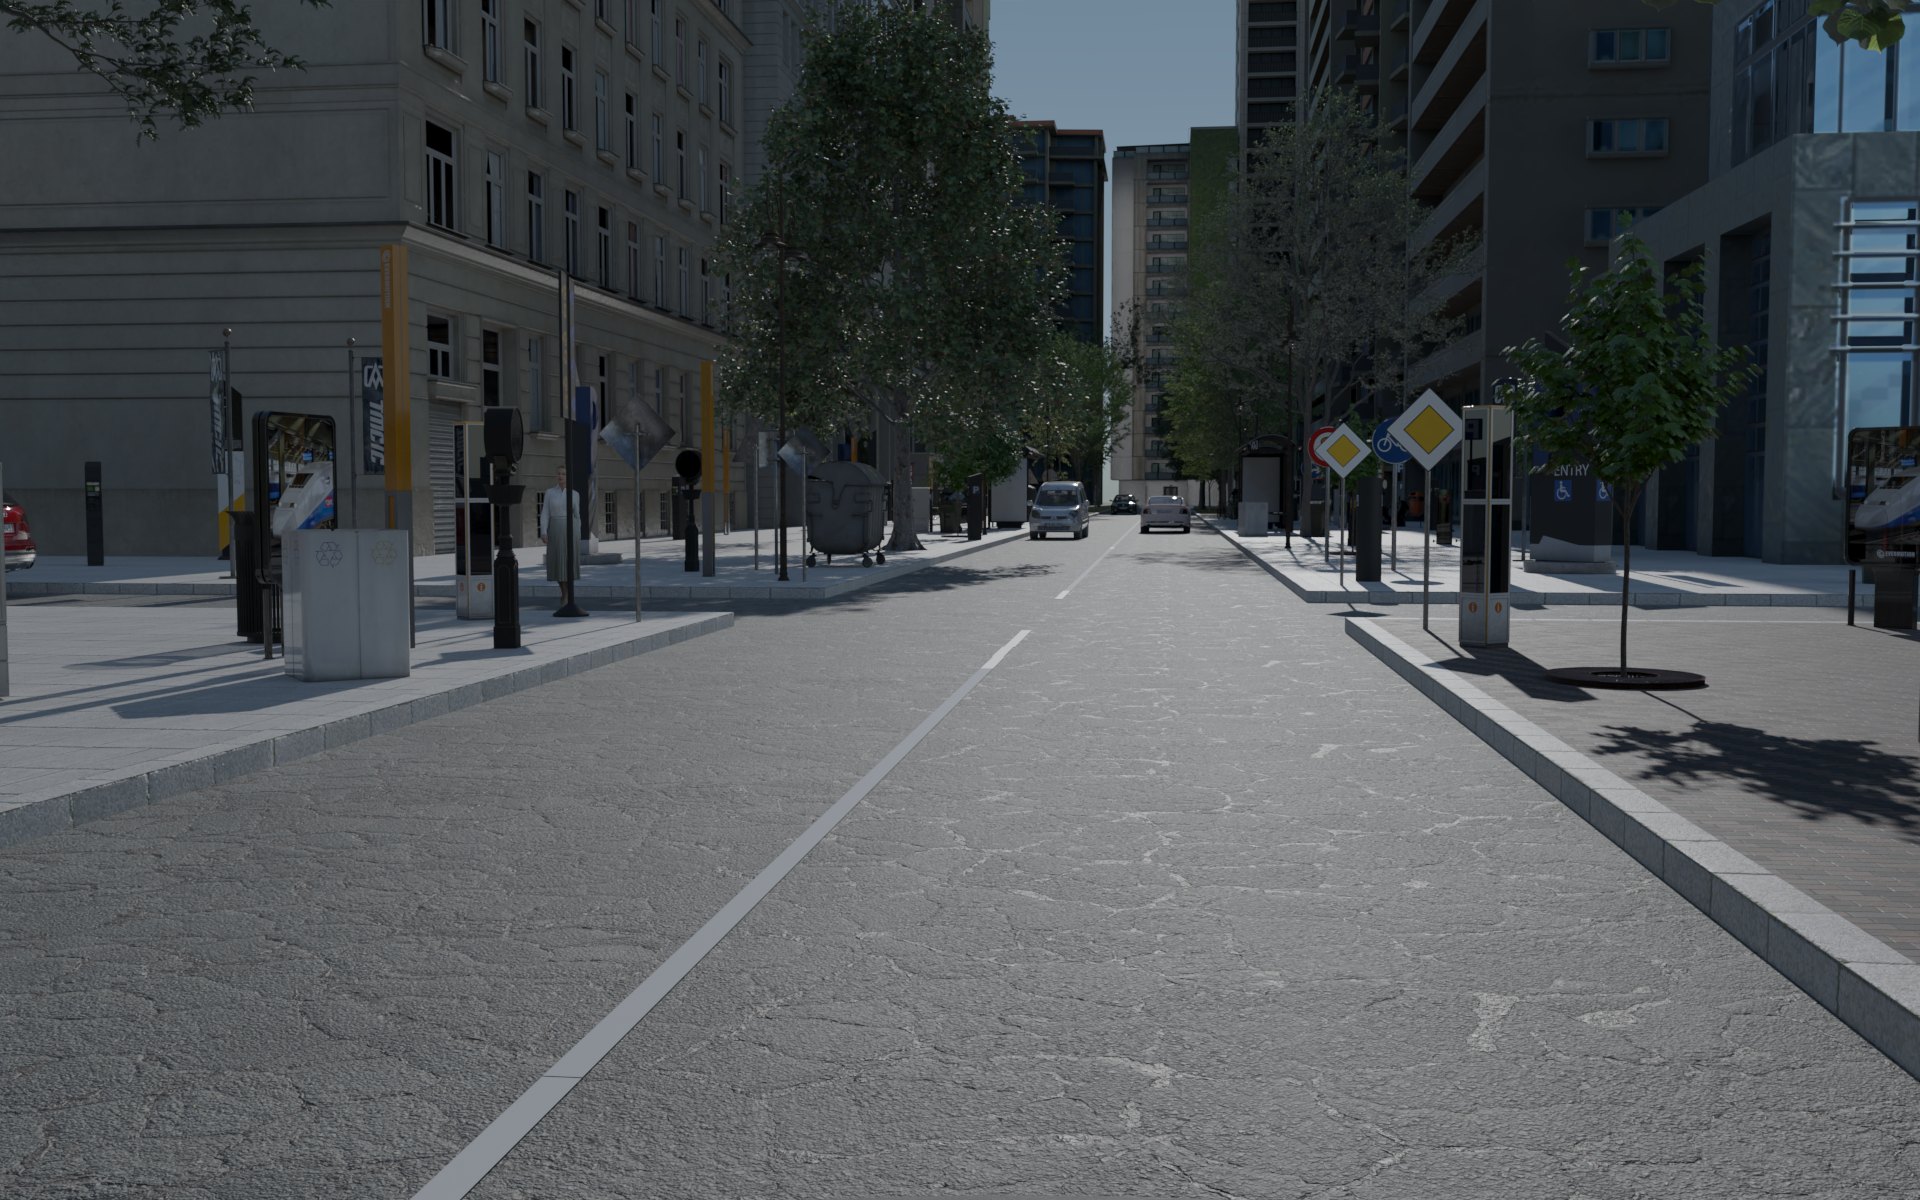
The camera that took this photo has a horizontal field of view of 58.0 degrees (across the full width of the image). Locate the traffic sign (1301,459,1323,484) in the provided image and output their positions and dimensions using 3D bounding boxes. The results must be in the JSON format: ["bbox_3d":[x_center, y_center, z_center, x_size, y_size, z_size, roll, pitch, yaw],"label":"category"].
[{"bbox_3d":[11.977,-3.594,58.873,0.768,2.556,0.104,1,4,13],"label":"traffic sign"}]

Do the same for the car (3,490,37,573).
[{"bbox_3d":[-15.467,-0.913,23.605,5.304,1.827,2.281,0,4,5],"label":"car"}]

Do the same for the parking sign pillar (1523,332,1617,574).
[{"bbox_3d":[9.976,-2.432,28.241,1.447,3.967,1.447,-2,4,-31],"label":"parking sign pillar"}]

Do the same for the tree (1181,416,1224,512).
[{"bbox_3d":[18.063,-10.740,125.962,4.360,8.622,3.978,0,3,0],"label":"tree"}]

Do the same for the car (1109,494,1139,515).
[{"bbox_3d":[11.289,-6.676,118.938,2.009,1.686,4.222,0,4,8],"label":"car"}]

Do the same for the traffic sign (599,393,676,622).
[{"bbox_3d":[-3.221,-0.836,17.311,0.795,2.450,0.064,0,4,7],"label":"traffic sign"}]

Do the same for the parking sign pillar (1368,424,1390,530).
[{"bbox_3d":[14.640,-4.485,61.803,1.447,3.967,1.447,1,4,17],"label":"parking sign pillar"}]

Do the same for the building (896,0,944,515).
[{"bbox_3d":[-10.663,-41.140,110.885,20.563,71.187,20.611,0,4,7],"label":"building"}]

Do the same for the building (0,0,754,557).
[{"bbox_3d":[-16.651,-13.204,49.163,16.112,22.955,30.059,0,4,7],"label":"building"}]

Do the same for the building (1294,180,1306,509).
[{"bbox_3d":[37.433,-23.602,157.589,14.160,30.474,14.107,0,4,7],"label":"building"}]

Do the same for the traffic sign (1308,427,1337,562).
[{"bbox_3d":[6.963,-2.000,32.801,0.768,2.556,0.104,0,4,8],"label":"traffic sign"}]

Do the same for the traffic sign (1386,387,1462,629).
[{"bbox_3d":[4.416,-0.779,16.378,0.795,2.450,0.064,0,4,7],"label":"traffic sign"}]

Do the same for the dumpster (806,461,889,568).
[{"bbox_3d":[-2.033,-1.531,30.797,1.264,1.857,1.865,0,4,7],"label":"dumpster"}]

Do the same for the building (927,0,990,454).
[{"bbox_3d":[-5.439,-27.224,128.703,14.154,41.232,14.086,0,4,7],"label":"building"}]

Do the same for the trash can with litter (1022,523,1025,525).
[{"bbox_3d":[2.252,-3.674,71.451,0.624,1.170,1.055,-3,5,-43],"label":"trash can with litter"}]

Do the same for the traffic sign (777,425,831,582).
[{"bbox_3d":[-2.270,-1.321,25.240,0.795,2.450,0.064,0,4,7],"label":"traffic sign"}]

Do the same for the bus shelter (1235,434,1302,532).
[{"bbox_3d":[10.760,-4.090,60.788,2.014,3.302,5.546,0,4,7],"label":"bus shelter"}]

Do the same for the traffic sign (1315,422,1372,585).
[{"bbox_3d":[5.367,-1.264,24.307,0.795,2.450,0.064,0,4,7],"label":"traffic sign"}]

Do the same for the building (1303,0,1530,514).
[{"bbox_3d":[39.444,-31.508,138.849,21.300,48.544,21.600,0,4,7],"label":"building"}]

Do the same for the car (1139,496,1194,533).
[{"bbox_3d":[7.771,-3.238,65.298,2.083,1.381,4.827,0,4,8],"label":"car"}]

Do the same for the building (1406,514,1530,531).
[{"bbox_3d":[30.134,-27.199,68.408,21.300,48.544,21.600,0,4,7],"label":"building"}]

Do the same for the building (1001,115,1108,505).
[{"bbox_3d":[2.613,-33.562,203.360,28.867,44.769,22.147,0,4,7],"label":"building"}]

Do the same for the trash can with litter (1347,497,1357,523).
[{"bbox_3d":[17.387,-3.971,76.316,0.624,1.170,1.055,-1,4,-14],"label":"trash can with litter"}]

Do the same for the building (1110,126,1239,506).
[{"bbox_3d":[24.177,-31.359,196.319,14.086,41.232,14.154,0,4,7],"label":"building"}]

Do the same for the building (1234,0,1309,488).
[{"bbox_3d":[41.790,-46.381,196.574,20.611,71.187,20.563,0,4,7],"label":"building"}]

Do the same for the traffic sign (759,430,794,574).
[{"bbox_3d":[-2.931,-1.559,27.625,0.606,2.300,0.079,1,4,16],"label":"traffic sign"}]

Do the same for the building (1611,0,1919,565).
[{"bbox_3d":[31.591,-44.361,37.979,31.000,86.520,22.319,0,4,7],"label":"building"}]

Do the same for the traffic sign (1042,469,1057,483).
[{"bbox_3d":[4.609,-5.451,89.225,0.768,2.556,0.104,0,4,8],"label":"traffic sign"}]

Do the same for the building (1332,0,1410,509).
[{"bbox_3d":[36.386,-28.094,113.963,22.147,44.769,28.867,0,4,7],"label":"building"}]

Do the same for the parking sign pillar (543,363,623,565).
[{"bbox_3d":[-6.945,-2.649,31.785,1.447,3.967,1.447,0,4,-5],"label":"parking sign pillar"}]

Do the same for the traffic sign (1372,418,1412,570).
[{"bbox_3d":[7.287,-1.769,29.031,0.768,2.556,0.104,1,4,14],"label":"traffic sign"}]

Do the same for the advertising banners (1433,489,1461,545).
[{"bbox_3d":[12.801,-2.891,43.455,0.090,3.025,2.074,-3,5,-41],"label":"advertising banners"}]

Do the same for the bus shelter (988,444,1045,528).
[{"bbox_3d":[2.103,-4.520,67.833,2.014,3.302,5.546,0,4,7],"label":"bus shelter"}]

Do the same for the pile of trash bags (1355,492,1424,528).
[{"bbox_3d":[16.820,-3.539,67.610,1.912,1.369,3.447,-2,4,-29],"label":"pile of trash bags"}]

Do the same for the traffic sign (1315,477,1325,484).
[{"bbox_3d":[12.773,-3.801,62.146,0.884,2.594,0.081,1,4,12],"label":"traffic sign"}]

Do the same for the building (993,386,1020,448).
[{"bbox_3d":[-10.918,-51.660,157.309,31.000,86.520,22.319,0,4,7],"label":"building"}]

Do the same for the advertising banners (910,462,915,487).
[{"bbox_3d":[-3.469,-6.096,95.851,2.074,3.025,0.090,1,4,20],"label":"advertising banners"}]

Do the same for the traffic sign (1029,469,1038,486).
[{"bbox_3d":[3.541,-5.397,88.248,0.884,2.594,0.081,1,4,10],"label":"traffic sign"}]

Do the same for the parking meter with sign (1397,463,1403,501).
[{"bbox_3d":[24.577,-6.128,96.460,0.543,3.016,1.738,1,4,12],"label":"parking meter with sign"}]

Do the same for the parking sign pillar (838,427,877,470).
[{"bbox_3d":[-4.129,-5.103,71.899,1.447,3.967,1.447,-1,4,-11],"label":"parking sign pillar"}]

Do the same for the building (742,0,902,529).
[{"bbox_3d":[-10.200,-18.396,78.273,11.434,29.767,29.804,0,4,7],"label":"building"}]

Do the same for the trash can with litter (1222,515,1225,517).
[{"bbox_3d":[15.148,-5.132,94.966,1.678,1.210,2.233,-3,5,-43],"label":"trash can with litter"}]

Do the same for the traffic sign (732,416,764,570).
[{"bbox_3d":[-3.419,-1.776,29.040,0.884,2.594,0.081,1,4,15],"label":"traffic sign"}]
